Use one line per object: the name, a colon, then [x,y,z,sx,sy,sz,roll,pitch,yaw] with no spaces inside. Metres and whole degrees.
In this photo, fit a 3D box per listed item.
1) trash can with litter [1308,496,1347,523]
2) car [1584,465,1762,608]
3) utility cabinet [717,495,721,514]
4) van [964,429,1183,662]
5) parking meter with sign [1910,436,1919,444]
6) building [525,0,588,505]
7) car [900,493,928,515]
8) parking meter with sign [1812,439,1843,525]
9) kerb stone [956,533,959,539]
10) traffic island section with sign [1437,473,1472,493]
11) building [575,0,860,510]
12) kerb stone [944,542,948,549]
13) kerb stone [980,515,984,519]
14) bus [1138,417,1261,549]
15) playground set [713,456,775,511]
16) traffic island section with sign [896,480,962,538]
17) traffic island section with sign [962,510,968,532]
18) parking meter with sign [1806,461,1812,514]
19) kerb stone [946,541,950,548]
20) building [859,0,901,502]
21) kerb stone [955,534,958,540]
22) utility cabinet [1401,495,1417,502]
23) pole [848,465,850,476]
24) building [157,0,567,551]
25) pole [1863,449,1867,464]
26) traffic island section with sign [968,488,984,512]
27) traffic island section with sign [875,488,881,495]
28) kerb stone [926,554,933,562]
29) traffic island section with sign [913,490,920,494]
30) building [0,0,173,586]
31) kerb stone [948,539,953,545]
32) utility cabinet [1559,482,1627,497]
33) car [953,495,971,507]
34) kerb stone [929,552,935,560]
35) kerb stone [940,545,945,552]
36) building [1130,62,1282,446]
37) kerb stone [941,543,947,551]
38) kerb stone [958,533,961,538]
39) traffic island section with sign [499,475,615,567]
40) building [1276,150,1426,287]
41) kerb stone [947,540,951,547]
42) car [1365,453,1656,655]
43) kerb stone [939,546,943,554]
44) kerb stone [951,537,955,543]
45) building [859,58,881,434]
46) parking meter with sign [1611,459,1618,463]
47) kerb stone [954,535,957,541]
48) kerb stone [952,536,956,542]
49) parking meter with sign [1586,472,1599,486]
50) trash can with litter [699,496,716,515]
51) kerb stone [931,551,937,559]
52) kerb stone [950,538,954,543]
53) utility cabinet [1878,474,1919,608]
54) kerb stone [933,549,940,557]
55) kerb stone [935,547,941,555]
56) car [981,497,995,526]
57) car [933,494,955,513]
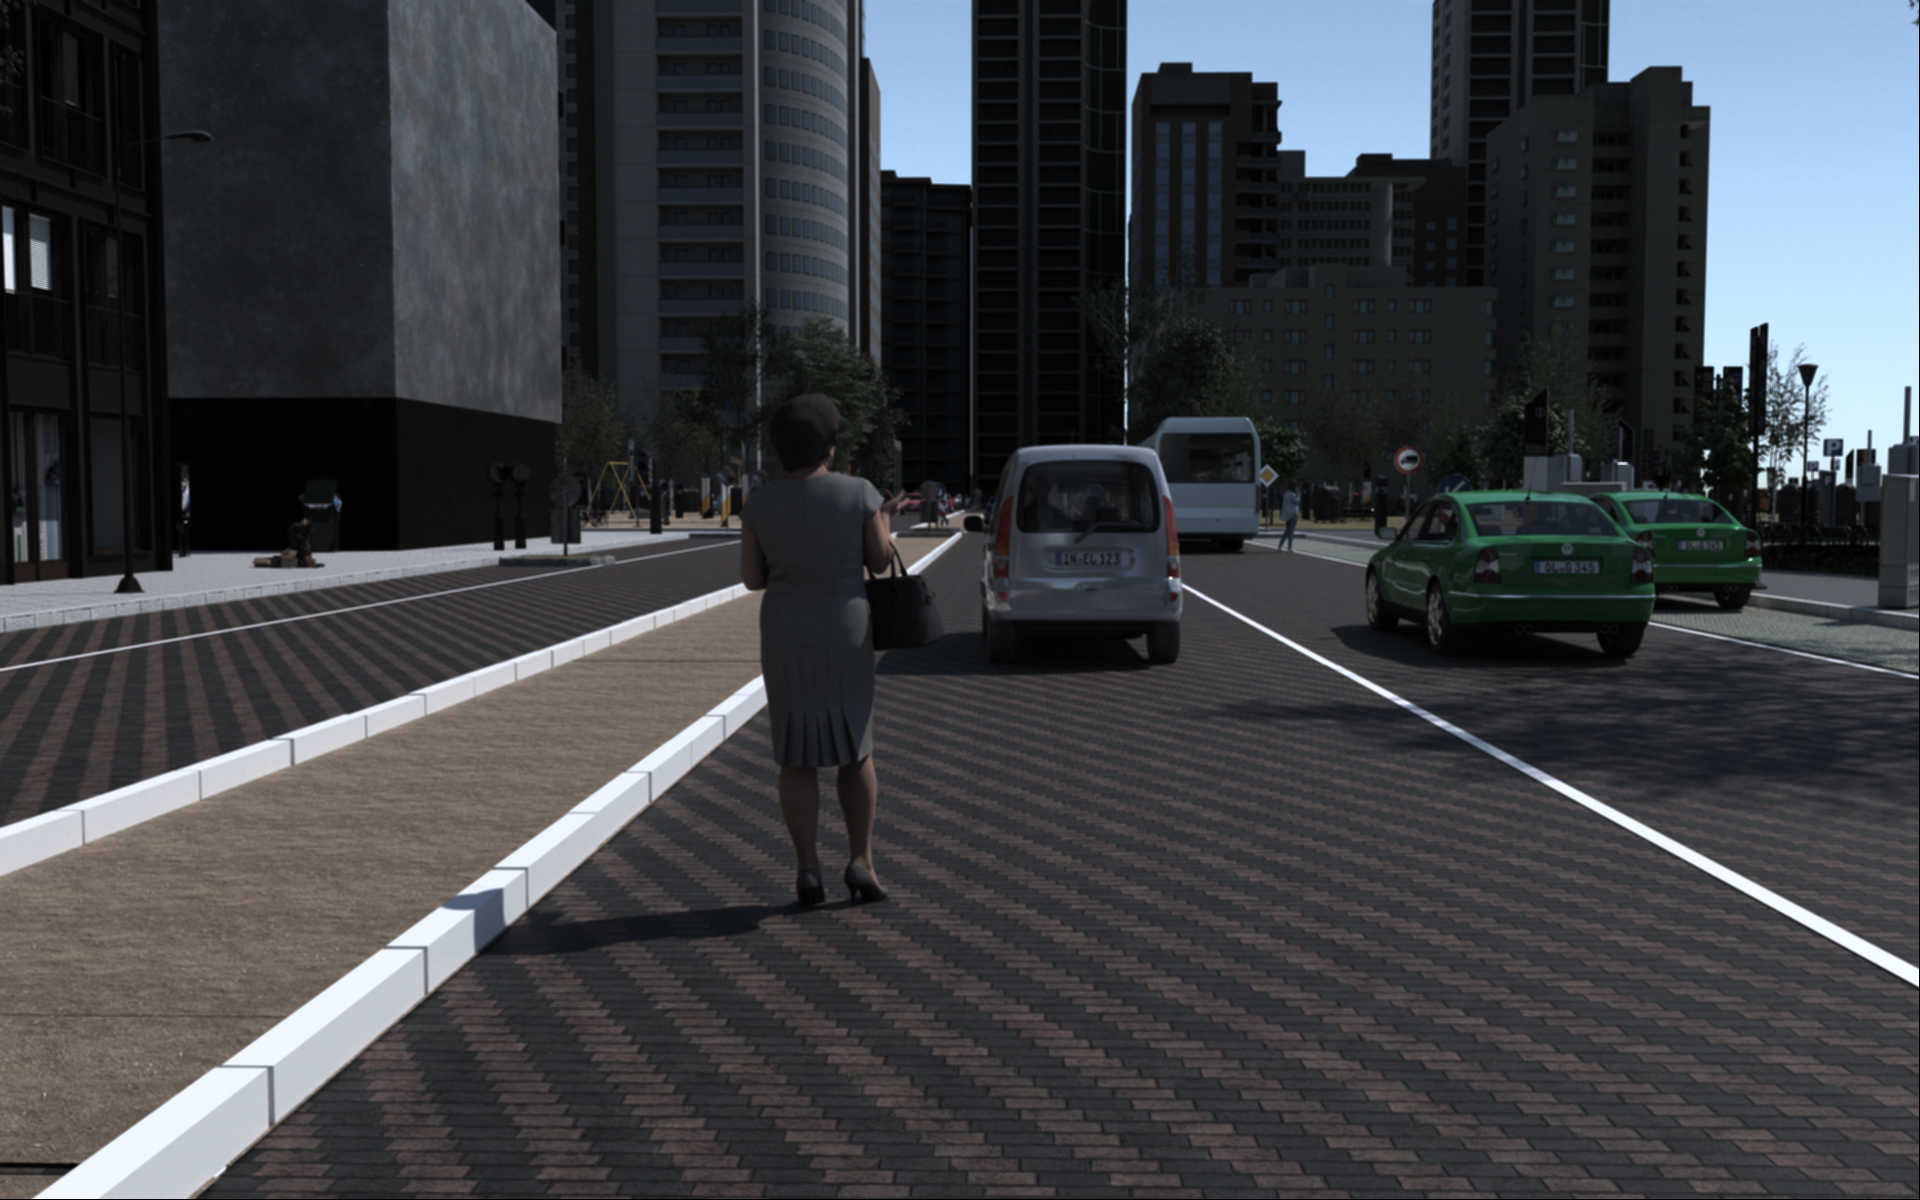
trash can with litter: [16.216,-4.005,76.539,2.233,1.210,1.678,-2,4,-24]
car: [8.951,-0.872,23.050,1.959,1.807,4.718,0,4,1]
utility cabinet: [-14.773,-5.988,109.073,1.020,1.237,0.306,1,4,15]
van: [1.043,-0.559,16.153,2.013,2.044,4.112,0,4,0]
parking meter with sign: [28.466,-3.370,51.363,0.543,3.016,1.738,2,4,25]
building: [-48.838,-46.881,204.754,20.611,71.187,20.563,0,4,2]
car: [-3.238,-6.841,120.887,2.155,1.783,4.494,0,4,1]
parking meter with sign: [27.864,-3.629,55.598,0.543,3.016,1.738,1,4,18]
kerb stone: [-0.167,-1.856,52.559,0.120,0.150,1.000,0,4,2]
traffic island section with sign: [9.449,-1.561,34.158,1.989,1.847,2.006,0,4,2]
building: [-20.642,-37.444,154.215,21.231,58.520,28.212,0,4,2]
kerb stone: [-0.435,-1.294,43.345,0.120,0.150,1.000,0,4,2]
kerb stone: [1.500,-5.275,108.459,0.120,0.150,1.000,0,4,2]
bus: [6.326,-3.260,48.154,2.948,3.499,13.247,0,4,4]
playground set: [-16.970,-8.828,131.118,5.637,4.214,5.302,0,4,1]
traffic island section with sign: [-1.057,-3.028,57.651,2.006,1.907,1.989,0,4,2]
traffic island section with sign: [-0.828,-3.481,65.055,2.006,1.907,1.989,0,4,2]
parking meter with sign: [43.615,-5.599,87.797,0.543,3.016,1.738,-2,4,-24]
kerb stone: [-0.405,-1.355,44.375,0.120,0.150,1.000,0,4,2]
building: [-23.104,-54.364,201.521,31.000,86.520,22.319,0,4,2]
kerb stone: [-0.199,-1.795,51.538,0.120,0.150,1.000,0,4,2]
utility cabinet: [30.884,-6.606,119.165,1.020,1.237,0.306,0,4,3]
pole: [-7.843,-7.859,122.343,0.158,3.312,0.155,0,3,0]
building: [-20.773,-10.992,47.166,16.811,18.784,16.820,0,4,2]
pole: [40.908,-5.165,78.291,0.158,3.312,0.155,0,3,0]
traffic island section with sign: [1.390,-8.075,140.161,2.006,1.907,1.989,0,4,2]
traffic island section with sign: [-5.657,-6.669,117.661,1.989,1.847,2.006,0,4,2]
kerb stone: [-0.683,-0.791,35.147,0.120,0.150,1.000,0,4,2]
traffic island section with sign: [-4.177,-9.705,167.302,1.989,1.847,2.006,0,4,2]
building: [-19.559,-11.676,20.579,12.332,23.373,15.834,0,4,2]
kerb stone: [-0.344,-1.476,46.423,0.120,0.150,1.000,0,4,2]
utility cabinet: [11.965,-1.476,32.814,1.173,1.500,0.318,3,4,39]
car: [0.196,-10.958,191.525,2.083,1.381,4.827,0,4,1]
kerb stone: [-0.654,-0.855,36.169,0.120,0.150,1.000,0,4,2]
kerb stone: [-0.505,-1.168,41.297,0.120,0.150,1.000,0,4,2]
building: [25.261,-32.485,181.232,14.600,45.320,14.200,0,4,2]
kerb stone: [-0.467,-1.231,42.324,0.120,0.150,1.000,0,4,2]
kerb stone: [-0.127,-1.915,53.580,0.120,0.150,1.000,0,4,2]
traffic island section with sign: [-8.100,-1.624,35.173,1.989,1.847,2.006,0,4,2]
building: [34.945,-31.110,200.531,32.217,40.220,23.993,0,4,2]
kerb stone: [-0.375,-1.414,45.398,0.120,0.150,1.000,0,4,2]
car: [5.166,-0.489,16.794,1.959,1.807,4.718,0,4,2]
kerb stone: [-0.525,-1.106,40.274,0.120,0.150,1.000,0,4,2]
kerb stone: [-0.291,-1.607,48.466,0.120,0.150,1.000,0,4,2]
building: [-15.459,-32.143,175.641,14.600,45.320,14.200,0,4,2]
parking meter with sign: [32.217,-5.422,84.908,0.543,3.016,1.738,1,4,19]
kerb stone: [-0.225,-1.732,50.516,0.120,0.150,1.000,0,4,2]
kerb stone: [-0.261,-1.670,49.492,0.120,0.150,1.000,0,4,2]
parking meter with sign: [50.144,-8.567,136.332,0.543,3.016,1.738,-3,4,-36]
trash can with litter: [-15.190,-5.680,104.249,1.055,1.170,0.624,0,4,7]
kerb stone: [-0.625,-0.912,37.195,0.120,0.150,1.000,0,4,2]
kerb stone: [-0.312,-1.543,47.444,0.120,0.150,1.000,0,4,2]
utility cabinet: [10.824,-0.672,19.673,1.173,1.500,0.318,-3,5,-44]
kerb stone: [-0.586,-0.980,38.222,0.120,0.150,1.000,0,4,2]
kerb stone: [-0.563,-1.043,39.244,0.120,0.150,1.000,0,4,2]
car: [1.880,-3.872,75.893,1.945,1.354,3.894,0,4,1]
car: [-1.414,-7.526,132.090,2.155,1.783,4.494,0,4,2]
